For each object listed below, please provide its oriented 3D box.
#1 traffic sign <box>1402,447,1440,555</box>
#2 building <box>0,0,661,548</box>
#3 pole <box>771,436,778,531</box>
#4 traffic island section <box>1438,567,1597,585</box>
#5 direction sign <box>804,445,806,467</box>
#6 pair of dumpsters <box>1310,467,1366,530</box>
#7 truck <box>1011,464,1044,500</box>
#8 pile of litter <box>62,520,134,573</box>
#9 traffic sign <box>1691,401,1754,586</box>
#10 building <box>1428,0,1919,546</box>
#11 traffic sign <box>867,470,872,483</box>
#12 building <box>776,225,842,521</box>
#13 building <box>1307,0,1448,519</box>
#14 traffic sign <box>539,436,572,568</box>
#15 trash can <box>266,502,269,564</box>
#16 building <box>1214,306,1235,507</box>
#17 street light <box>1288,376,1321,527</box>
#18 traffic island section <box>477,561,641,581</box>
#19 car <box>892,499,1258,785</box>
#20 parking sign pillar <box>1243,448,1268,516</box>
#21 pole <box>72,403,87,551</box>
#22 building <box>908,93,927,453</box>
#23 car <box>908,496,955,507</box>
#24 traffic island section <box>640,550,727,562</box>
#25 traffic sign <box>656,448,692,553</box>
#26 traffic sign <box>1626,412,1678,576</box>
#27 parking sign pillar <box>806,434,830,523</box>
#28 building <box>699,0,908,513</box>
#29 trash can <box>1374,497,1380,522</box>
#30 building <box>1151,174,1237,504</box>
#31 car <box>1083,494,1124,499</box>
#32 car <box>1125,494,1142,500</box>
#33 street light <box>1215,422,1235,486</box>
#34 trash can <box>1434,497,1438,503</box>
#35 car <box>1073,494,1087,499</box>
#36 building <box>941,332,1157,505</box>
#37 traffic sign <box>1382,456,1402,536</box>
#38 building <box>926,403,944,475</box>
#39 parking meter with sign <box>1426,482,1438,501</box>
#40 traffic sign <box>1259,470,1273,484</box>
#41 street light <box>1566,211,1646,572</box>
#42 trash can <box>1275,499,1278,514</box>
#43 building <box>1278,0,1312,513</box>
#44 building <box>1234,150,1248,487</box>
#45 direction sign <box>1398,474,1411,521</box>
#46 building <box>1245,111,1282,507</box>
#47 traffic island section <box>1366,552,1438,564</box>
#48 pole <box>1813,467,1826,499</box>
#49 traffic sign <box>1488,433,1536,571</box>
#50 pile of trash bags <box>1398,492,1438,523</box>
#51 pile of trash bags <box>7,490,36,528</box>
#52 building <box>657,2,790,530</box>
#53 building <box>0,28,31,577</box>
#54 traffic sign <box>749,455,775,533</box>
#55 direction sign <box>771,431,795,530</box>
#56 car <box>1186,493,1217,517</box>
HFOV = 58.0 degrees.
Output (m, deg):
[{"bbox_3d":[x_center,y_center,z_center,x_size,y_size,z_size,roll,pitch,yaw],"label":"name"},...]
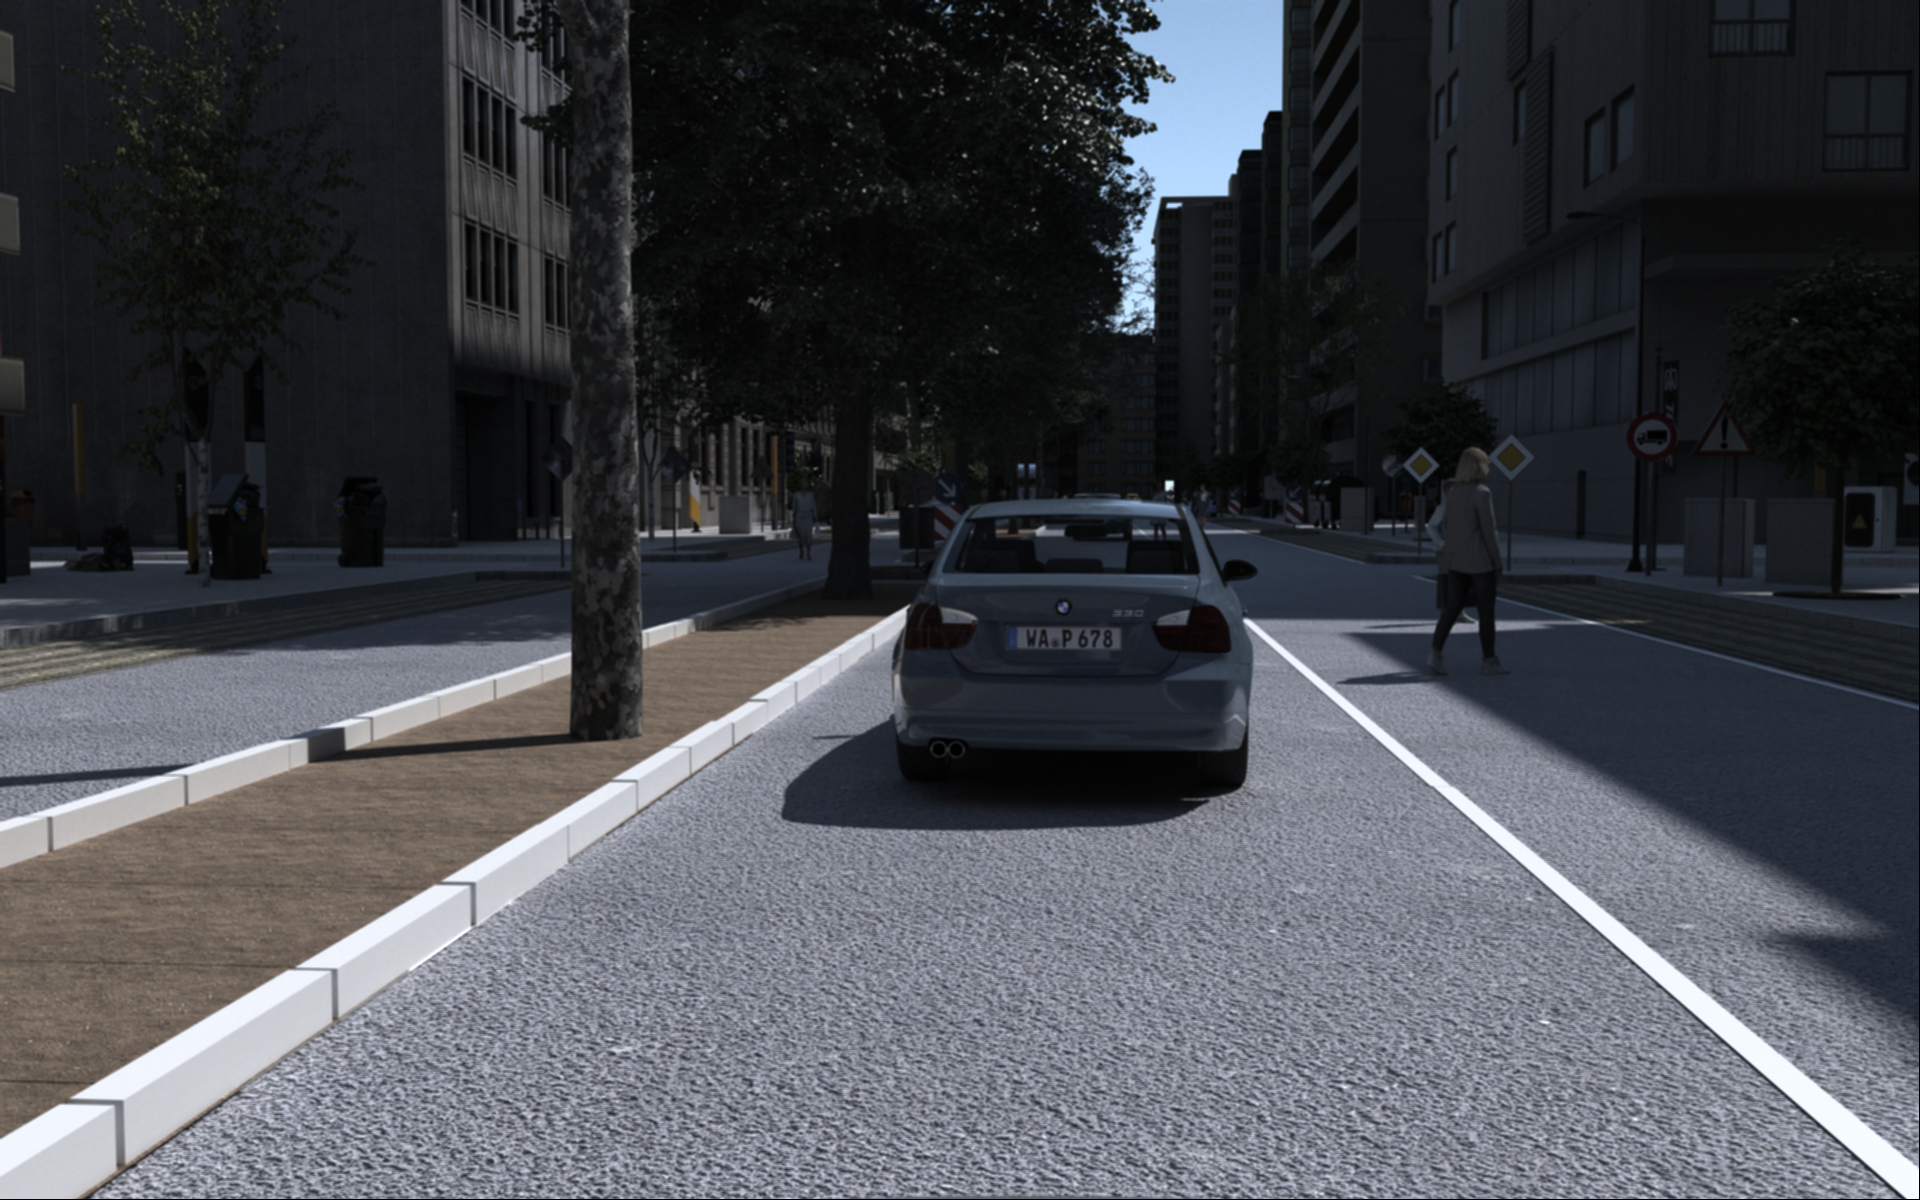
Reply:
[{"bbox_3d":[9.736,-2.019,36.648,0.795,2.450,0.064,0,4,5],"label":"traffic sign"},{"bbox_3d":[-17.283,-14.236,50.777,12.078,24.808,19.932,0,4,5],"label":"building"},{"bbox_3d":[-6.522,-4.098,60.850,0.158,3.312,0.155,0,3,0],"label":"pole"},{"bbox_3d":[9.130,-0.396,28.763,2.009,0.180,2.903,0,4,5],"label":"traffic island section"},{"bbox_3d":[-7.133,-5.362,79.660,0.379,3.537,0.876,0,4,0],"label":"direction sign"},{"bbox_3d":[14.030,-3.776,64.227,1.574,2.255,4.437,0,4,5],"label":"pair of dumpsters"},{"bbox_3d":[6.549,-10.516,161.689,2.967,4.110,18.799,0,4,4],"label":"truck"},{"bbox_3d":[-14.428,-0.922,29.040,1.176,0.858,1.719,-1,4,-10],"label":"pile of litter"},{"bbox_3d":[10.643,-1.479,24.190,0.884,2.594,0.081,0,4,5],"label":"traffic sign"},{"bbox_3d":[30.097,-28.315,52.195,27.495,52.752,28.713,0,4,5],"label":"building"},{"bbox_3d":[-4.821,-5.343,87.469,0.768,2.556,0.104,1,4,8],"label":"traffic sign"},{"bbox_3d":[-12.231,-13.877,91.511,10.561,19.102,19.286,0,4,5],"label":"building"},{"bbox_3d":[31.479,-28.879,95.865,21.300,48.544,21.600,0,4,5],"label":"building"},{"bbox_3d":[-6.887,-1.610,29.968,0.795,2.450,0.064,0,4,5],"label":"traffic sign"},{"bbox_3d":[-12.400,-1.129,30.121,0.748,1.137,0.748,0,3,0],"label":"trash can"},{"bbox_3d":[39.782,-19.797,168.717,27.650,21.520,28.899,0,4,5],"label":"building"},{"bbox_3d":[13.634,-5.868,68.481,1.470,5.913,1.316,0,4,5],"label":"street light"},{"bbox_3d":[-6.911,-0.474,30.032,2.009,0.180,2.903,0,4,5],"label":"traffic island section"},{"bbox_3d":[0.706,0.130,9.885,2.014,1.417,4.499,0,4,6],"label":"car"},{"bbox_3d":[17.164,-6.858,100.594,1.447,3.967,1.447,-1,4,-14],"label":"parking sign pillar"},{"bbox_3d":[-19.851,-2.765,39.052,0.158,3.312,0.155,0,3,0],"label":"pole"},{"bbox_3d":[-10.359,-28.061,142.392,14.154,41.232,14.086,0,4,5],"label":"building"},{"bbox_3d":[-0.934,-3.360,67.292,2.083,1.381,4.827,0,4,5],"label":"car"},{"bbox_3d":[-6.281,-0.961,37.992,2.009,0.180,2.903,0,4,5],"label":"traffic island section"},{"bbox_3d":[-6.257,-2.097,37.928,0.795,2.450,0.064,0,4,5],"label":"traffic sign"},{"bbox_3d":[10.797,-1.650,27.092,0.768,2.556,0.104,1,4,11],"label":"traffic sign"},{"bbox_3d":[-6.551,-5.449,77.563,1.447,3.967,1.447,1,4,9],"label":"parking sign pillar"},{"bbox_3d":[-15.482,-30.615,124.253,21.300,48.544,21.600,0,4,5],"label":"building"},{"bbox_3d":[18.822,-4.127,79.131,0.748,1.137,0.748,0,3,0],"label":"trash can"},{"bbox_3d":[35.778,-31.858,212.758,23.993,40.220,32.217,0,4,5],"label":"building"},{"bbox_3d":[4.517,-2.624,54.701,2.131,1.459,4.920,0,4,5],"label":"car"},{"bbox_3d":[18.129,-10.520,182.223,2.015,1.641,3.980,0,4,5],"label":"car"},{"bbox_3d":[17.093,-8.487,111.304,1.470,5.913,1.316,0,4,5],"label":"street light"},{"bbox_3d":[21.851,-4.088,78.488,0.748,1.137,0.748,0,3,0],"label":"trash can"},{"bbox_3d":[6.239,-4.610,85.595,2.015,1.641,3.980,0,4,6],"label":"car"},{"bbox_3d":[9.118,-22.491,212.764,28.899,21.520,27.650,0,4,5],"label":"building"},{"bbox_3d":[13.214,-3.218,52.717,0.768,2.556,0.104,1,4,10],"label":"traffic sign"},{"bbox_3d":[-13.956,-29.333,171.474,23.993,40.220,32.217,0,4,5],"label":"building"},{"bbox_3d":[22.301,-5.214,81.517,1.738,3.016,0.543,1,4,18],"label":"parking meter with sign"},{"bbox_3d":[16.520,-5.704,93.371,0.768,2.556,0.104,0,4,6],"label":"traffic sign"},{"bbox_3d":[10.635,-3.423,28.506,1.470,5.913,1.316,0,4,5],"label":"street light"},{"bbox_3d":[19.153,-5.782,106.184,0.748,1.137,0.748,0,3,0],"label":"trash can"},{"bbox_3d":[28.971,-26.627,118.948,14.154,41.232,14.086,0,4,5],"label":"building"},{"bbox_3d":[30.387,-22.994,147.655,14.160,30.474,14.107,0,4,5],"label":"building"},{"bbox_3d":[20.960,-5.505,81.997,0.379,3.537,0.876,-3,5,-43],"label":"direction sign"},{"bbox_3d":[30.011,-22.124,133.431,14.160,30.474,14.107,0,4,5],"label":"building"},{"bbox_3d":[9.760,-0.883,36.723,2.009,0.180,2.903,0,4,5],"label":"traffic island section"},{"bbox_3d":[13.838,-2.080,27.859,0.158,3.312,0.155,0,3,0],"label":"pole"},{"bbox_3d":[9.106,-1.532,28.688,0.795,2.450,0.064,0,4,5],"label":"traffic sign"},{"bbox_3d":[20.862,-4.086,76.562,1.912,1.369,3.447,-3,5,-40],"label":"pile of trash bags"},{"bbox_3d":[-22.438,-1.843,39.882,1.912,1.369,3.447,0,4,2],"label":"pile of trash bags"},{"bbox_3d":[-14.394,-14.384,71.332,11.583,22.565,21.152,0,4,5],"label":"building"},{"bbox_3d":[-30.162,-10.337,14.057,28.899,21.520,27.650,0,4,5],"label":"building"},{"bbox_3d":[-6.597,-3.531,57.737,0.884,2.594,0.081,1,4,9],"label":"traffic sign"},{"bbox_3d":[-6.389,-4.310,62.463,0.876,3.537,0.379,1,4,11],"label":"direction sign"},{"bbox_3d":[15.199,-6.067,108.787,1.945,1.707,3.694,0,4,4],"label":"car"}]
